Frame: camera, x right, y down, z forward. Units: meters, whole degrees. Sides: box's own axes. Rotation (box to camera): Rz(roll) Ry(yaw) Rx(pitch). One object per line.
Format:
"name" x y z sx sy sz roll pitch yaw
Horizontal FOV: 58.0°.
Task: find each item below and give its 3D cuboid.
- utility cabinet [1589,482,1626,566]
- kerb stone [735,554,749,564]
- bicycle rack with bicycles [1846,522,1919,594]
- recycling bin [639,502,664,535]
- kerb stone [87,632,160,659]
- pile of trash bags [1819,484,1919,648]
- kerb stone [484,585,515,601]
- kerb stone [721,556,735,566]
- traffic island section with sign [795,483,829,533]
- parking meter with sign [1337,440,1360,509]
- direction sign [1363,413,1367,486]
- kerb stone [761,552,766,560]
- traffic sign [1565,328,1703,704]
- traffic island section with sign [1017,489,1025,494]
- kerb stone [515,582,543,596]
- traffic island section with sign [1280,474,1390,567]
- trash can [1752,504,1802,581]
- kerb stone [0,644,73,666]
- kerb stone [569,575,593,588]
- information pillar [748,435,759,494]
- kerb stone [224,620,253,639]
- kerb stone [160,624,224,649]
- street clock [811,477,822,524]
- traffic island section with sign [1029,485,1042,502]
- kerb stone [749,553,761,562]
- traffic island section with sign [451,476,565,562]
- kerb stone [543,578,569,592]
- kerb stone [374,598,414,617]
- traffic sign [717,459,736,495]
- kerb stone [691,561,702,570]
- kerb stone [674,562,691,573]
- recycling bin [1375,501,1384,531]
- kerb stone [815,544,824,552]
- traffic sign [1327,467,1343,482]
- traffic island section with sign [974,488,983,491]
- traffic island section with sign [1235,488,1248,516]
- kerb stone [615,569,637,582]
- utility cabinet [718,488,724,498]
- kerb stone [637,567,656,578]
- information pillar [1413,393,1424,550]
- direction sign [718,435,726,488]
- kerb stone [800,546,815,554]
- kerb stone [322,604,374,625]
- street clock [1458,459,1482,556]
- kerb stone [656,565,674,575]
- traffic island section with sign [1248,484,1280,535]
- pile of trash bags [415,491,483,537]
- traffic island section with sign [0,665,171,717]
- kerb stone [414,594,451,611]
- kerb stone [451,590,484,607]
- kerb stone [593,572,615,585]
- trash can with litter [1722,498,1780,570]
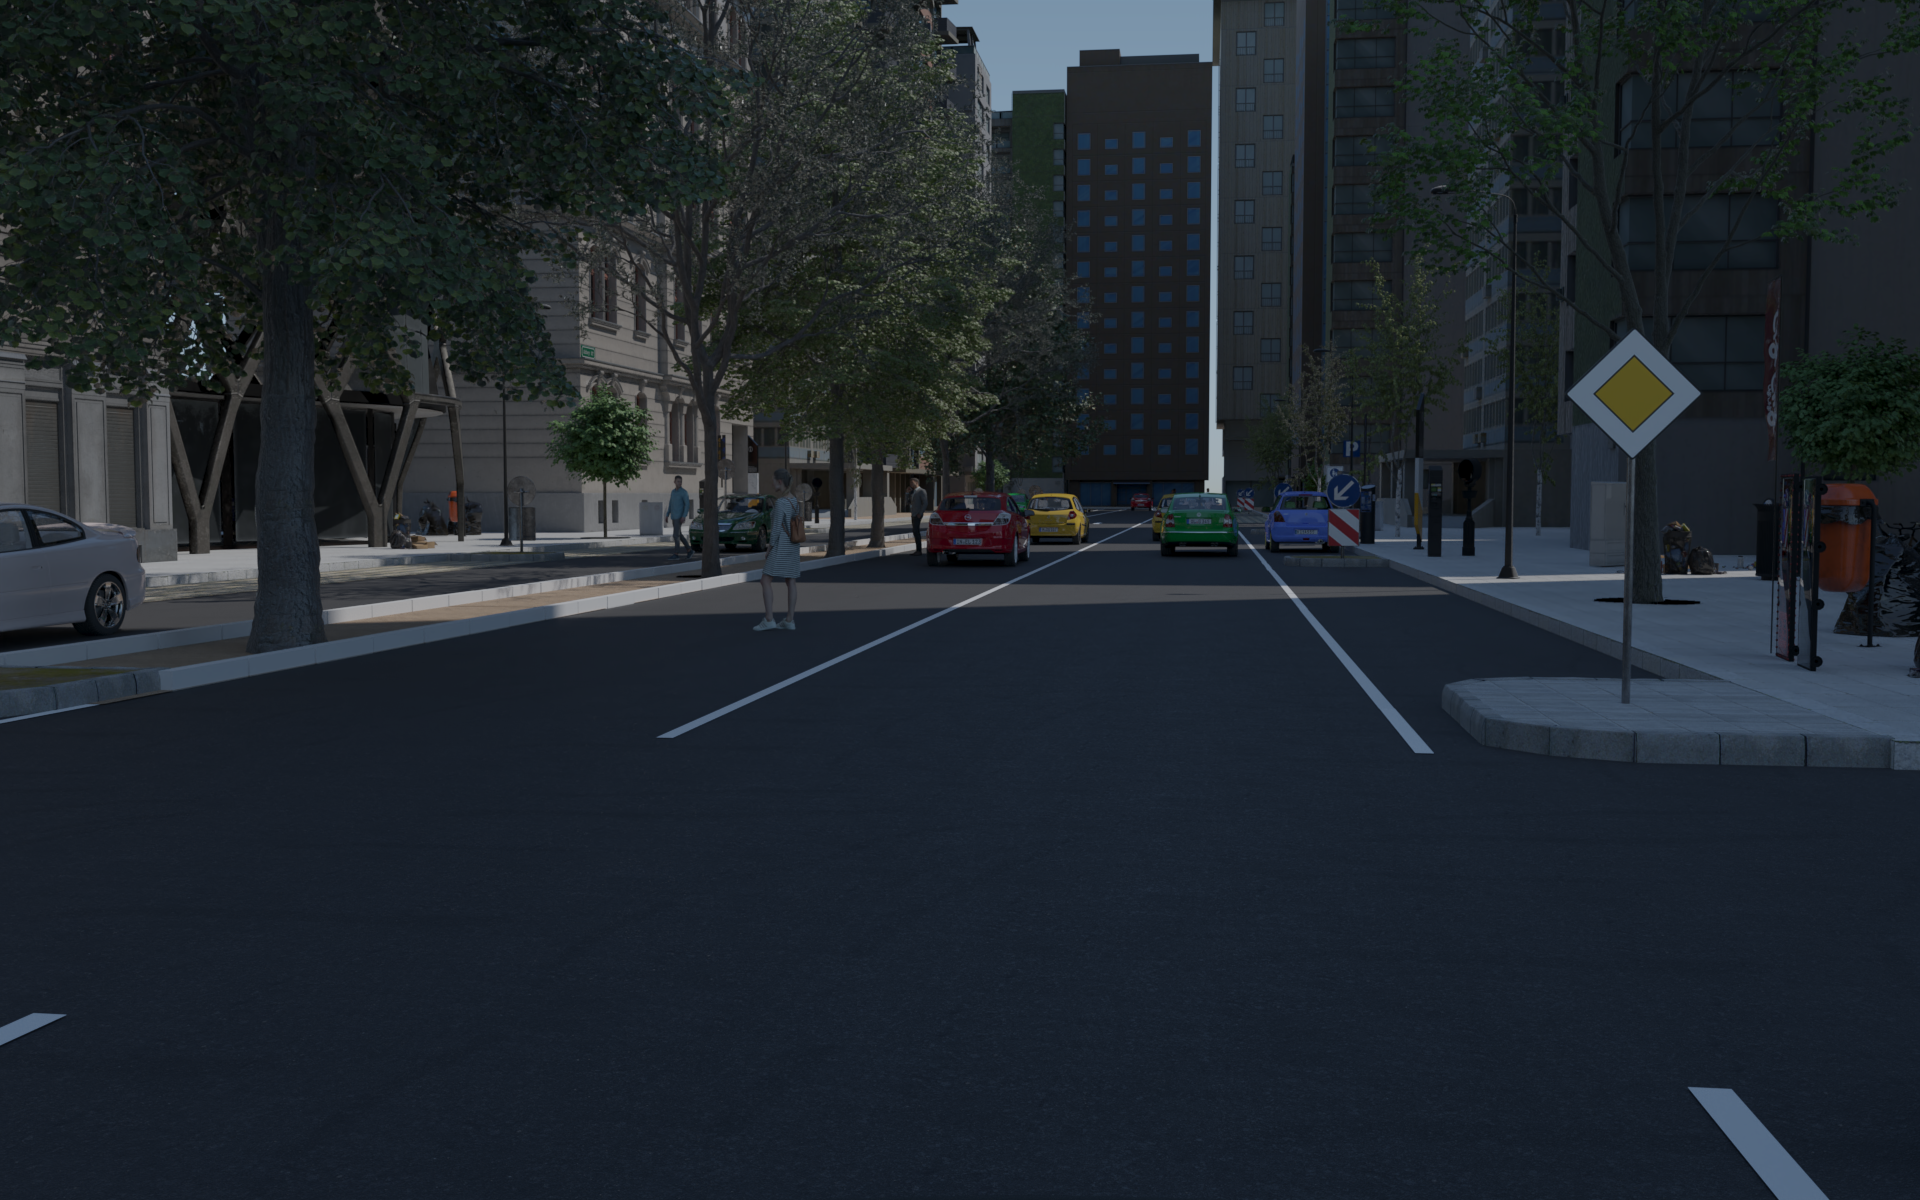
"utility cabinet" 11.617 -1.349 30.736 1.173 1.500 0.318 -3 5 -43
"kerb stone" -4.594 -0.825 35.692 0.120 0.150 1.000 0 4 8
"bicycle rack with bicycles" 12.293 -0.491 21.416 2.925 0.926 2.852 0 4 -6
"recycling bin" -9.616 -2.534 53.986 0.722 1.027 0.722 0 4 -8
"kerb stone" -7.493 0.416 15.402 0.120 0.150 1.000 0 4 8
"pile of trash bags" 8.727 -0.348 15.450 3.447 1.369 1.912 -2 4 -31
"kerb stone" -6.332 -0.076 23.514 0.120 0.150 1.000 0 4 8
"kerb stone" -4.743 -0.759 34.680 0.120 0.150 1.000 0 4 8
"traffic island section with sign" -5.856 -3.394 64.123 1.989 1.847 2.006 0 4 8
"parking meter with sign" 12.732 -3.721 57.104 0.543 3.016 1.738 0 4 2
"direction sign" 11.450 -3.485 48.985 0.379 3.537 0.876 1 4 10
"kerb stone" -4.309 -0.949 37.717 0.120 0.150 1.000 0 4 8
"traffic sign" 4.076 -0.422 10.550 0.795 2.450 0.064 0 4 8
"traffic island section with sign" 5.002 -8.066 140.510 1.989 1.847 2.006 0 4 8
"kerb stone" -6.192 -0.141 24.530 0.120 0.150 1.000 0 4 8
"traffic island section with sign" 7.574 -1.612 34.977 1.989 1.847 2.006 0 4 8
"trash can" 12.175 -0.862 25.754 0.748 1.137 0.748 0 3 0
"kerb stone" -7.630 0.478 14.382 0.120 0.150 1.000 0 4 8
"kerb stone" -5.904 -0.264 26.563 0.120 0.150 1.000 0 4 8
"information pillar" -8.212 -4.732 68.717 0.504 3.616 0.183 2 4 32
"kerb stone" -7.196 0.291 17.435 0.120 0.150 1.000 0 4 8
"kerb stone" -7.342 0.353 16.423 0.120 0.150 1.000 0 4 8
"street clock" -6.226 -4.327 75.318 0.471 2.002 0.358 -1 4 -14
"traffic island section with sign" 3.674 -4.777 86.236 2.006 1.907 1.989 0 4 8
"kerb stone" -4.456 -0.887 36.705 0.120 0.150 1.000 0 4 8
"traffic island section with sign" -9.667 -1.762 37.433 1.989 1.847 2.006 0 4 8
"kerb stone" -6.041 -0.205 25.549 0.120 0.150 1.000 0 4 8
"kerb stone" -6.766 0.107 20.478 0.120 0.150 1.000 0 4 8
"traffic sign" -8.412 -3.795 62.149 0.768 2.556 0.104 1 4 15
"kerb stone" -5.033 -0.636 32.655 0.120 0.150 1.000 0 4 8
"kerb stone" -5.175 -0.572 31.643 0.120 0.150 1.000 0 4 8
"recycling bin" 14.458 -2.951 60.806 0.722 1.027 0.722 1 4 21
"kerb stone" -3.589 -1.258 42.795 0.120 0.150 1.000 0 4 8
"traffic sign" 13.873 -3.794 64.156 0.606 2.300 0.079 1 4 15
"traffic island section with sign" 1.216 -6.434 113.821 1.989 1.847 2.006 0 4 8
"traffic island section with sign" 18.458 -6.284 111.364 1.989 1.847 2.006 0 4 8
"kerb stone" -5.602 -0.391 28.591 0.120 0.150 1.000 0 4 8
"utility cabinet" -8.373 -3.085 59.114 0.318 1.500 1.173 0 4 8
"kerb stone" -5.465 -0.453 29.609 0.120 0.150 1.000 0 4 8
"information pillar" 10.601 -2.974 39.975 0.183 3.616 0.504 2 4 27
"direction sign" -9.136 -4.555 66.479 0.379 3.537 0.876 -2 4 -26
"kerb stone" -3.732 -1.195 41.777 0.120 0.150 1.000 0 4 8
"kerb stone" -6.906 0.167 19.463 0.120 0.150 1.000 0 4 8
"street clock" 10.550 -1.915 35.877 0.358 2.002 0.471 -2 4 -26
"kerb stone" -5.316 -0.514 30.630 0.120 0.150 1.000 0 4 8
"traffic island section with sign" 11.425 -3.260 61.927 1.989 1.847 2.006 0 4 8
"pile of trash bags" -15.723 -2.676 53.508 1.912 1.369 3.447 -1 4 -23
"traffic island section with sign" -6.912 -0.227 11.844 2.006 1.907 1.989 0 4 8
"kerb stone" -6.621 0.043 21.490 0.120 0.150 1.000 0 4 8
"kerb stone" -6.476 -0.017 22.502 0.120 0.150 1.000 0 4 8
"kerb stone" -5.756 -0.329 27.574 0.120 0.150 1.000 0 4 8
"trash can with litter" 13.675 -1.109 29.183 1.678 1.210 2.233 0 4 5
